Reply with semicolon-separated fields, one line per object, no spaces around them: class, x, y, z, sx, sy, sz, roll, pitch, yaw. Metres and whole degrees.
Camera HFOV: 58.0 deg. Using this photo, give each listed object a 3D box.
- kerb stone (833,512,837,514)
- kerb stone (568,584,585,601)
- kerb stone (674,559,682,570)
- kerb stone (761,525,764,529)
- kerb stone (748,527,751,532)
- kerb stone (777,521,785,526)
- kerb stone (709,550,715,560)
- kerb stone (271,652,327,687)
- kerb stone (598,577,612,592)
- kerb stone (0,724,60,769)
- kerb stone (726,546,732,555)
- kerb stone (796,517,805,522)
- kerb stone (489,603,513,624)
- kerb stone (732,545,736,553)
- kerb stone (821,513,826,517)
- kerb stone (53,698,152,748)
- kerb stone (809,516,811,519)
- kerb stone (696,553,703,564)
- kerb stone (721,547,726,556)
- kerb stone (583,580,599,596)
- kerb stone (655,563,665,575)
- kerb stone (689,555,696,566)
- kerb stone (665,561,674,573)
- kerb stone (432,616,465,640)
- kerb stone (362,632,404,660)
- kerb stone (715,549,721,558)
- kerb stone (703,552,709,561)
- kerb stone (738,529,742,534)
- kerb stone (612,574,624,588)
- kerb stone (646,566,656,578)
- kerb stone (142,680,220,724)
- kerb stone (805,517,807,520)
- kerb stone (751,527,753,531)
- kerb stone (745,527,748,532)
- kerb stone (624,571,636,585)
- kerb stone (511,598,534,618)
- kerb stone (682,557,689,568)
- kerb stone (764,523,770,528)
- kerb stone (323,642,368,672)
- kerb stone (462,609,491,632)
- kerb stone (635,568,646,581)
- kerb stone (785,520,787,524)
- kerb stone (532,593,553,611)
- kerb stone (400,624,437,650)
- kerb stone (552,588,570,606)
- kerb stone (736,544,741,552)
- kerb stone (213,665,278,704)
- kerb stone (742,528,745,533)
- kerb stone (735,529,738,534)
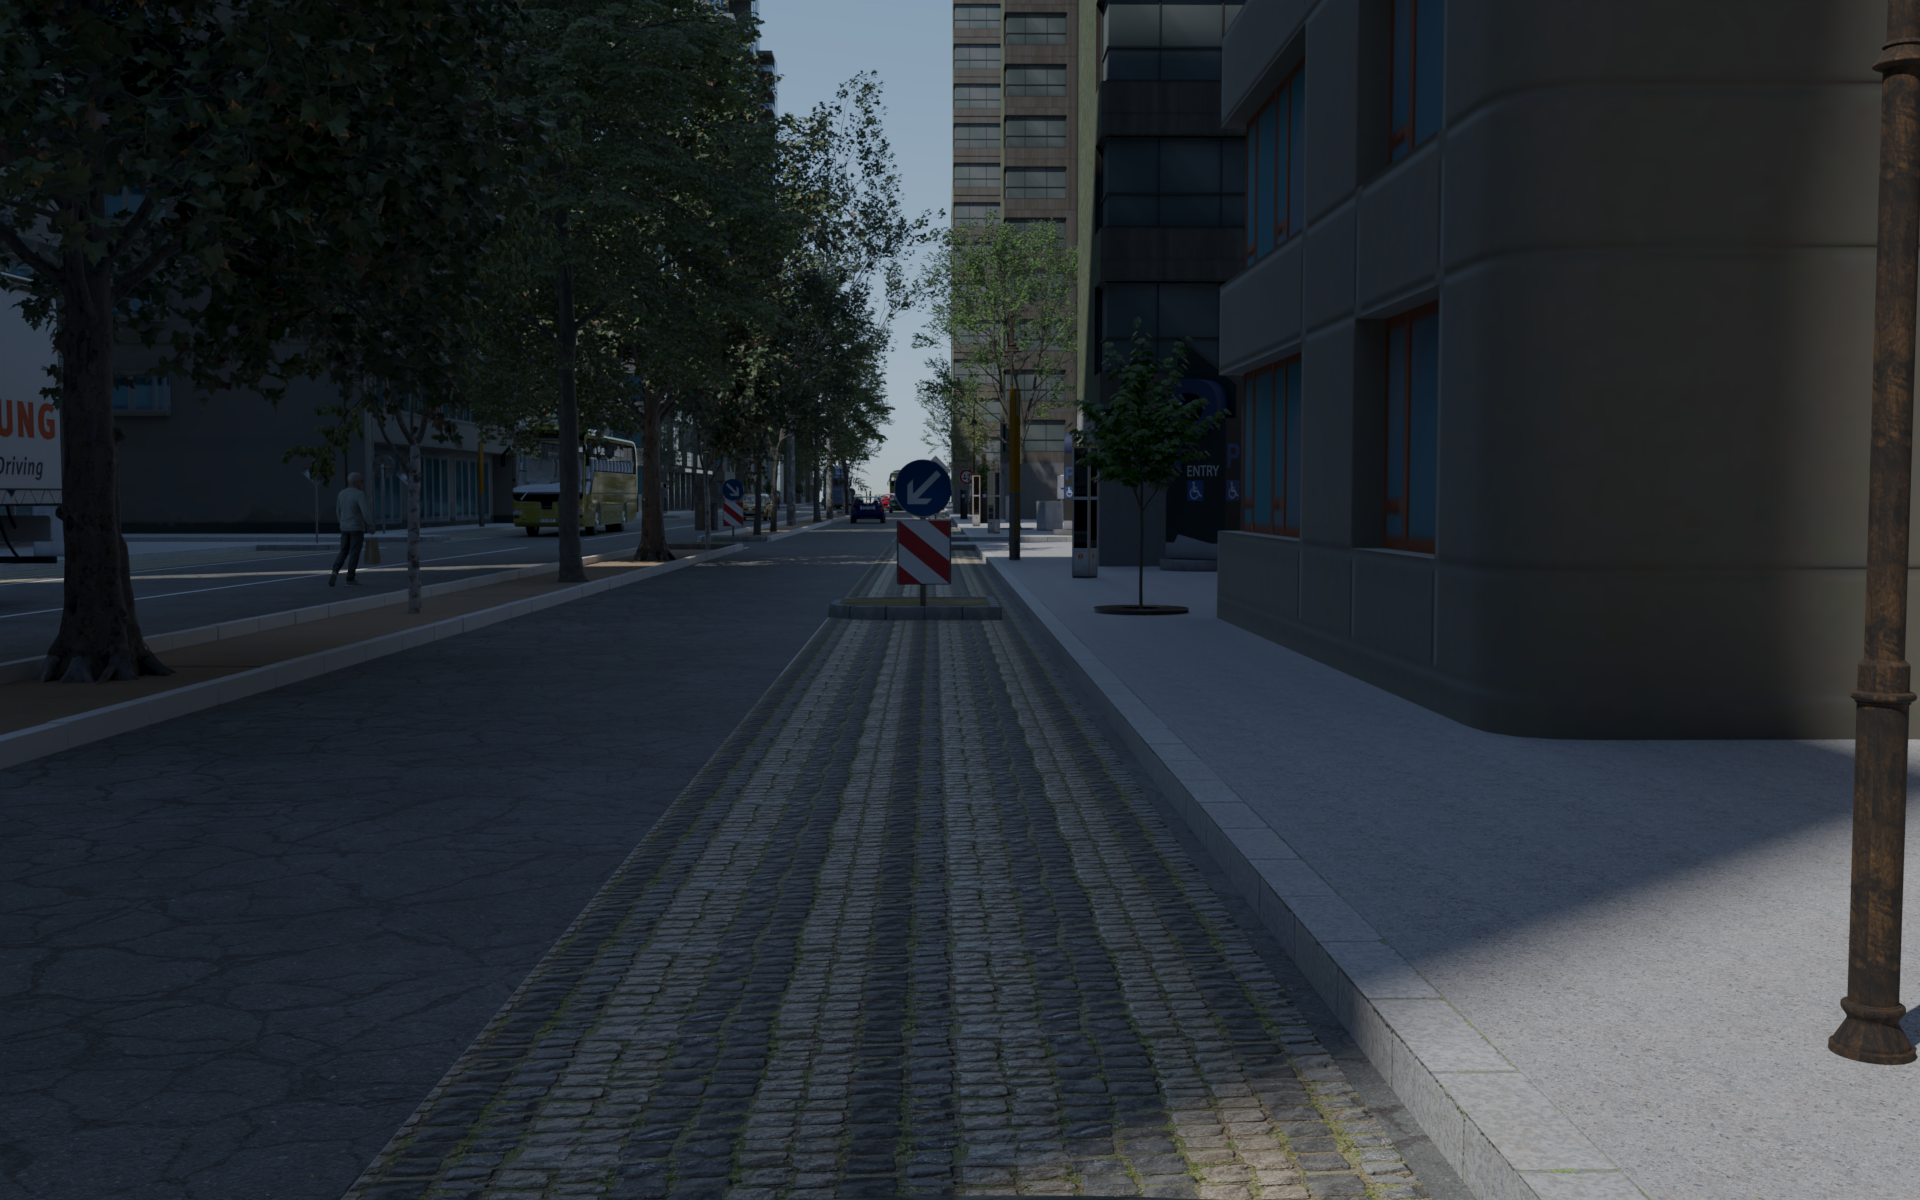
kerb stone;-9.087;-6.384;126.566;0.120;0.150;1.000;0;4;-1
kerb stone;-5.303;-0.078;23.570;0.120;0.150;1.000;0;4;-1
kerb stone;-5.450;-0.644;32.791;0.120;0.150;1.000;0;4;-1
kerb stone;-8.162;-2.938;70.232;0.120;0.150;1.000;0;4;-1
kerb stone;-8.072;-2.624;65.117;0.120;0.150;1.000;0;4;-1
kerb stone;-8.329;-3.561;80.469;0.120;0.150;1.000;0;4;-1
kerb stone;-5.532;-0.961;37.916;0.120;0.150;1.000;0;4;-1
kerb stone;-5.131;0.543;13.325;0.120;0.150;1.000;0;4;-1
kerb stone;-5.343;-0.209;25.617;0.120;0.150;1.000;0;4;-1
kerb stone;-5.061;0.799;9.220;0.120;0.150;1.000;0;4;-1
kerb stone;-5.583;-1.148;40.994;0.120;0.150;1.000;0;4;-1
kerb stone;-8.527;-4.317;92.779;0.120;0.150;1.000;0;4;-1
kerb stone;-5.234;0.170;19.475;0.120;0.150;1.000;0;4;-1
kerb stone;-5.607;-1.209;42.016;0.120;0.150;1.000;0;4;-1
kerb stone;-8.873;-5.569;113.252;0.120;0.150;1.000;0;4;-1
kerb stone;-5.083;0.731;10.242;0.120;0.150;1.000;0;4;-1
kerb stone;-8.597;-4.566;96.873;0.120;0.150;1.000;0;4;-1
kerb stone;-5.499;-0.836;35.863;0.120;0.150;1.000;0;4;-1
kerb stone;-5.571;-1.087;39.964;0.120;0.150;1.000;0;4;-1
kerb stone;-5.313;-0.147;24.595;0.120;0.150;1.000;0;4;-1
kerb stone;-5.417;-0.521;30.735;0.120;0.150;1.000;0;4;-1
kerb stone;-5.486;-0.770;34.841;0.120;0.150;1.000;0;4;-1
kerb stone;-5.431;-0.583;31.761;0.120;0.150;1.000;0;4;-1
kerb stone;-5.201;0.298;17.424;0.120;0.150;1.000;0;4;-1
kerb stone;-5.169;0.422;15.376;0.120;0.150;1.000;0;4;-1
kerb stone;-5.545;-1.024;38.942;0.120;0.150;1.000;0;4;-1
kerb stone;-5.523;-0.899;36.888;0.120;0.150;1.000;0;4;-1
kerb stone;-8.030;-2.437;62.052;0.120;0.150;1.000;0;4;-1
kerb stone;-5.352;-0.272;26.639;0.120;0.150;1.000;0;4;-1
kerb stone;-5.403;-0.460;29.713;0.120;0.150;1.000;0;4;-1
kerb stone;-5.099;0.668;11.274;0.120;0.150;1.000;0;4;-1
kerb stone;-8.538;-4.380;93.807;0.120;0.150;1.000;0;4;-1
kerb stone;-8.100;-2.688;66.139;0.120;0.150;1.000;0;4;-1
kerb stone;-8.063;-2.563;64.095;0.120;0.150;1.000;0;4;-1
kerb stone;-5.366;-0.329;27.666;0.120;0.150;1.000;0;4;-1
kerb stone;-5.249;0.104;20.498;0.120;0.150;1.000;0;4;-1
kerb stone;-5.467;-0.711;33.813;0.120;0.150;1.000;0;4;-1
kerb stone;-8.214;-3.126;73.297;0.120;0.150;1.000;0;4;-1
kerb stone;-5.150;0.483;14.353;0.120;0.150;1.000;0;4;-1
kerb stone;-5.210;0.230;18.446;0.120;0.150;1.000;0;4;-1
kerb stone;-5.387;-0.397;28.691;0.120;0.150;1.000;0;4;-1
kerb stone;-8.343;-3.623;81.498;0.120;0.150;1.000;0;4;-1
kerb stone;-5.262;0.044;21.521;0.120;0.150;1.000;0;4;-1
kerb stone;-5.185;0.359;16.398;0.120;0.150;1.000;0;4;-1
kerb stone;-5.280;-0.015;22.545;0.120;0.150;1.000;0;4;-1
kerb stone;-5.613;-1.275;43.043;0.120;0.150;1.000;0;4;-1
kerb stone;-5.113;0.607;12.297;0.120;0.150;1.000;0;4;-1
kerb stone;-8.042;-2.500;63.074;0.120;0.150;1.000;0;4;-1
kerb stone;-8.018;-2.375;61.030;0.120;0.150;1.000;0;4;-1
